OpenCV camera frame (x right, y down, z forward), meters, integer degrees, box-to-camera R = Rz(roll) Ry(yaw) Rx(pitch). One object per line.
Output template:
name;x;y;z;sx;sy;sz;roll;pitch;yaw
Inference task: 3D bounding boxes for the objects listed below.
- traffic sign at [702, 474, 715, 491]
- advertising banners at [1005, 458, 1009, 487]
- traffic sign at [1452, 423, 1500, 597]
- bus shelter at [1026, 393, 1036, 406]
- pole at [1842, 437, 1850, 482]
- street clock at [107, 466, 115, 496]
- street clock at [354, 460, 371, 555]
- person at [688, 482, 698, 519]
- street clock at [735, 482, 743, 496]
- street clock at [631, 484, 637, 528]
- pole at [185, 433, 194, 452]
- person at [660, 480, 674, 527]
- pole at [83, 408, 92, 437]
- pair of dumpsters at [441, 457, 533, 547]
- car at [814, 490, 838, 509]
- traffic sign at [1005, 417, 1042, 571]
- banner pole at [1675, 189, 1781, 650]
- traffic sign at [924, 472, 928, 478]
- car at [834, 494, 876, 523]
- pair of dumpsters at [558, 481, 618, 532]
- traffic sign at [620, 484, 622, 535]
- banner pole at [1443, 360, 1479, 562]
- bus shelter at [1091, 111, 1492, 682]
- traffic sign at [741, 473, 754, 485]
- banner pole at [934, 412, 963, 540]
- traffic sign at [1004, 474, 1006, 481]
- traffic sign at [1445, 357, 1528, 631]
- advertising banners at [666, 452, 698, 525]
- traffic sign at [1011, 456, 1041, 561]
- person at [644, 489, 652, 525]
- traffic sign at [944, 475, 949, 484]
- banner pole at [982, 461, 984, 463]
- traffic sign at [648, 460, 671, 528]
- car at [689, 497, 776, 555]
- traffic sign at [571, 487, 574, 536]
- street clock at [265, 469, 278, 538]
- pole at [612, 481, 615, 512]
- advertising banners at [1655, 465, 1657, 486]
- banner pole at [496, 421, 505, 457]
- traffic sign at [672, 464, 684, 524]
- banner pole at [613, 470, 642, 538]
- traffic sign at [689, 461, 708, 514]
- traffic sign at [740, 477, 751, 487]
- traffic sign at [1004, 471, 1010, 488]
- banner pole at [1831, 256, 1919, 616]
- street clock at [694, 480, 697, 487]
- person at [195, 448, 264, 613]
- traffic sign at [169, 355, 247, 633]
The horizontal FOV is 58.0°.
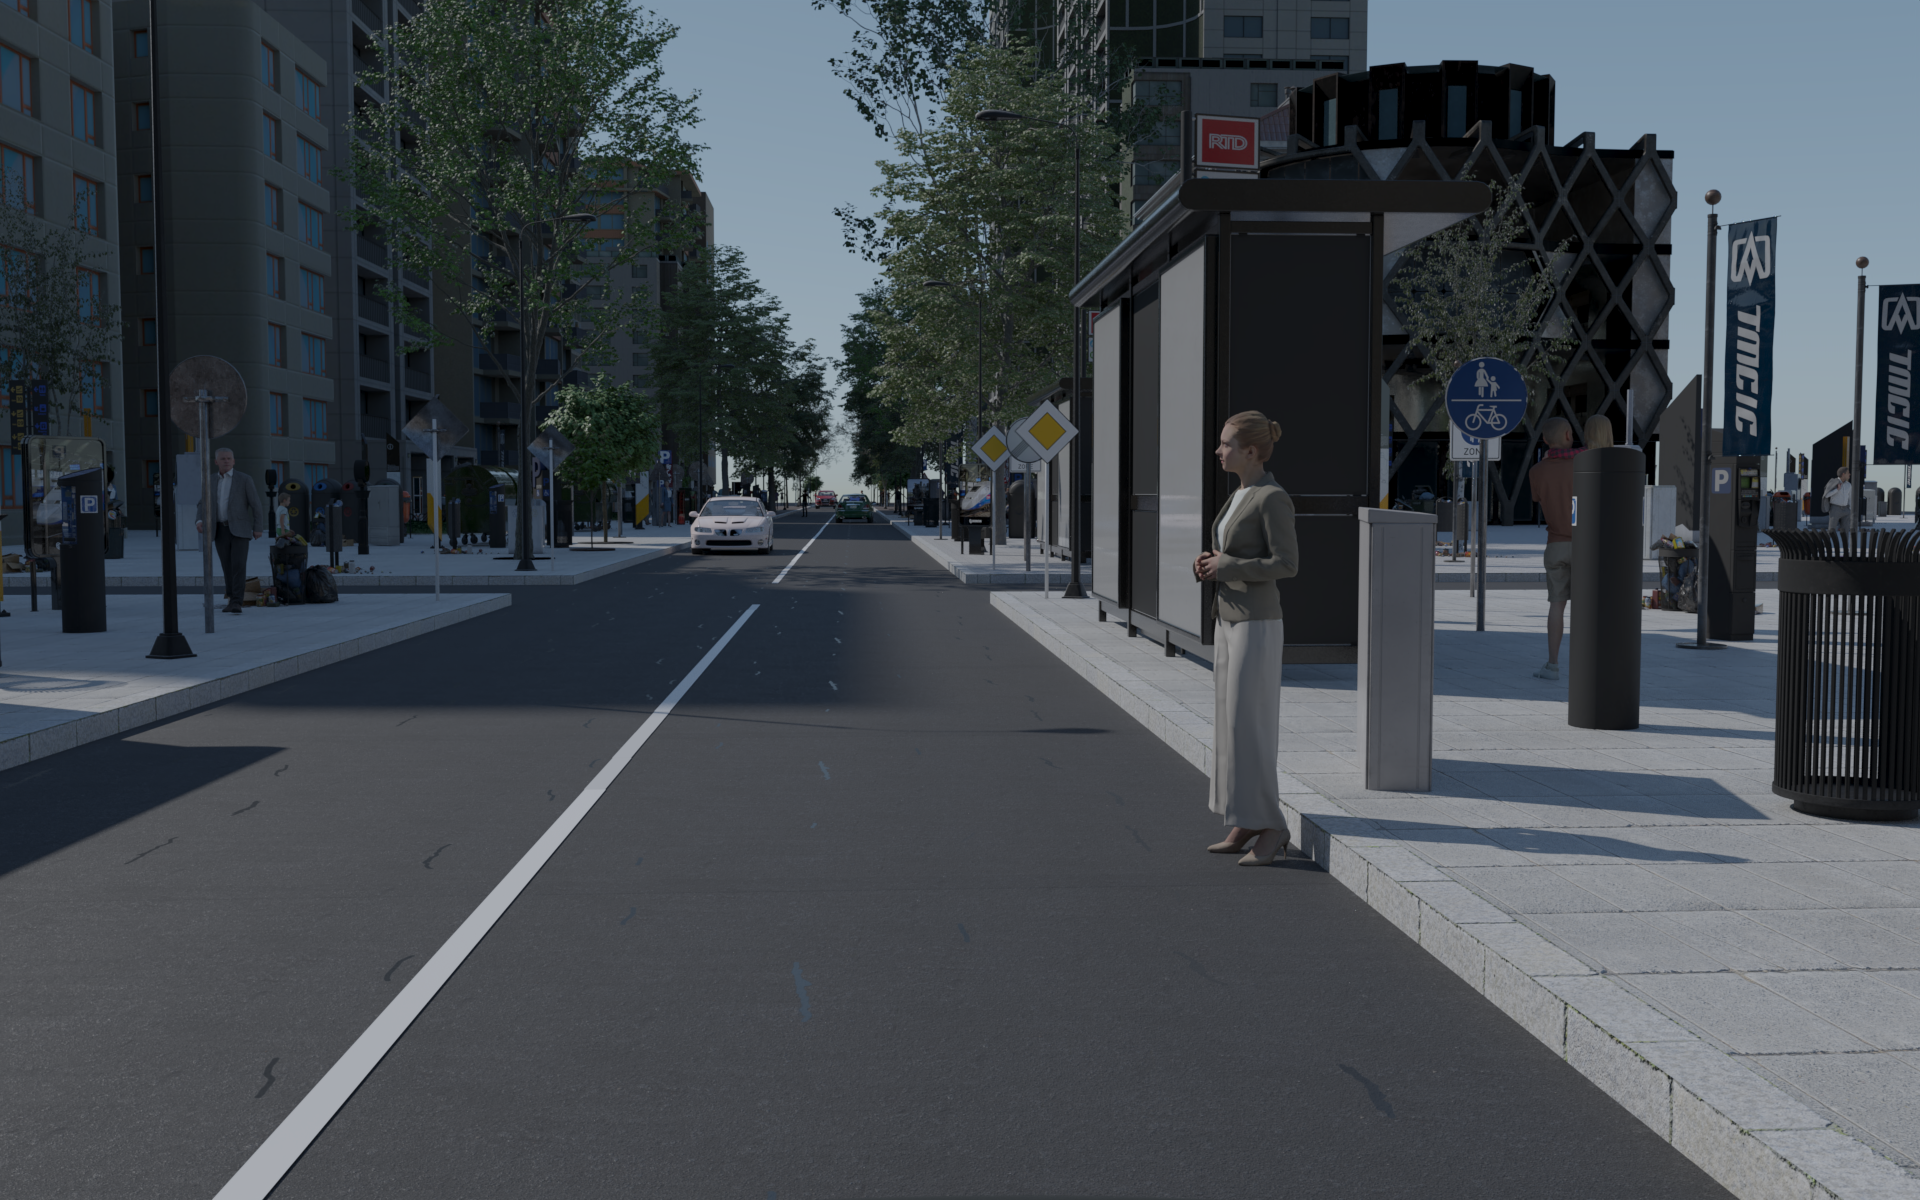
traffic sign;-14.947;-6.270;102.520;0.884;2.594;0.081;0;4;-3
advertising banners;2.045;-4.359;67.465;0.090;3.025;2.074;-1;4;-14
traffic sign;6.367;-1.182;21.453;0.606;2.300;0.079;0;4;5
bus shelter;2.586;-3.532;35.376;2.179;5.291;8.768;0;4;-4
pole;31.453;-4.141;61.554;0.158;3.312;0.155;0;3;0
street clock;-21.004;-2.321;42.515;0.471;2.002;0.358;-2;4;-33
street clock;-12.655;-1.964;36.688;0.358;2.002;0.471;0;4;-5
person;-12.306;-4.567;80.816;0.850;1.850;0.679;-1;4;-21
street clock;-12.843;-5.888;100.833;0.471;2.002;0.358;2;4;35
street clock;-12.301;-3.733;65.597;0.358;2.002;0.471;0;4;1
pole;-21.428;-3.326;48.220;0.158;3.312;0.155;0;3;0
person;-11.414;-3.750;67.372;0.581;1.822;0.654;-2;4;-33
pole;-20.708;-2.896;41.199;0.158;3.312;0.155;0;3;0
pair of dumpsters;-12.022;-2.541;44.034;1.574;2.255;4.437;0;4;-3
car;-12.918;-9.716;167.535;2.281;1.827;5.304;0;4;-2
traffic sign;1.135;-1.748;28.687;0.768;2.556;0.104;0;4;3
banner pole;6.285;-1.475;14.129;0.401;3.779;0.863;-2;4;-25
traffic sign;-2.097;-6.287;102.801;0.884;2.594;0.081;0;4;4
car;-5.258;-4.570;86.523;2.131;1.459;4.920;0;4;-2
pair of dumpsters;-13.007;-3.548;60.508;1.574;2.255;4.437;0;4;-4
traffic sign;-10.668;-3.324;54.448;0.768;2.556;0.104;0;4;2
banner pole;9.431;-2.588;32.338;0.401;3.779;0.863;-2;4;-29
bus shelter;2.271;-2.340;15.897;2.179;5.291;8.768;0;4;-3
traffic sign;-12.198;-6.078;99.474;0.768;2.556;0.104;0;4;-1
banner pole;-0.306;-3.574;48.452;0.863;3.779;0.401;0;4;1
traffic sign;1.665;-4.386;71.816;0.768;2.556;0.104;0;4;0
traffic sign;4.882;-0.982;16.166;0.768;2.556;0.104;0;4;-1
advertising banners;-11.630;-4.652;72.242;0.090;3.025;2.074;2;4;33
traffic sign;1.252;-1.895;33.109;0.606;2.300;0.079;0;4;-1
person;-12.960;-4.007;71.524;0.622;1.834;0.822;1;4;18
traffic sign;-0.575;-6.325;103.524;0.768;2.556;0.104;0;4;4
banner pole;0.811;-4.774;68.070;0.863;3.779;0.401;1;4;13
traffic sign;-11.486;-4.046;66.162;0.884;2.594;0.081;0;4;5
car;-5.569;-1.851;42.632;2.083;1.381;4.827;0;4;-4
traffic sign;-11.880;-3.238;53.052;0.768;2.556;0.104;0;4;1
street clock;-20.132;-2.819;50.653;0.358;2.002;0.471;-2;4;-35
pole;-18.704;-6.080;93.250;0.158;3.312;0.155;0;3;0
advertising banners;40.915;-6.524;102.848;2.074;3.025;0.090;-3;5;-44
banner pole;-15.756;-4.250;59.505;0.401;3.779;0.863;-2;4;-34
traffic sign;-12.180;-4.525;74.089;0.768;2.556;0.104;0;4;2
banner pole;-9.774;-3.717;50.785;0.863;3.779;0.401;-1;4;-17
traffic sign;-10.161;-4.111;67.324;0.768;2.556;0.104;0;4;-1
traffic sign;-12.345;-5.976;99.836;0.606;2.300;0.079;0;4;0
traffic sign;2.166;-5.233;85.672;0.768;2.556;0.104;0;4;-1
banner pole;9.719;-1.728;18.268;0.863;3.779;0.401;1;4;21
street clock;-13.115;-4.995;86.244;0.358;2.002;0.471;-1;4;-12
person;-7.853;-0.743;18.586;0.661;1.777;0.834;-1;4;-12
traffic sign;-6.929;-0.967;15.918;0.768;2.556;0.104;0;4;1
